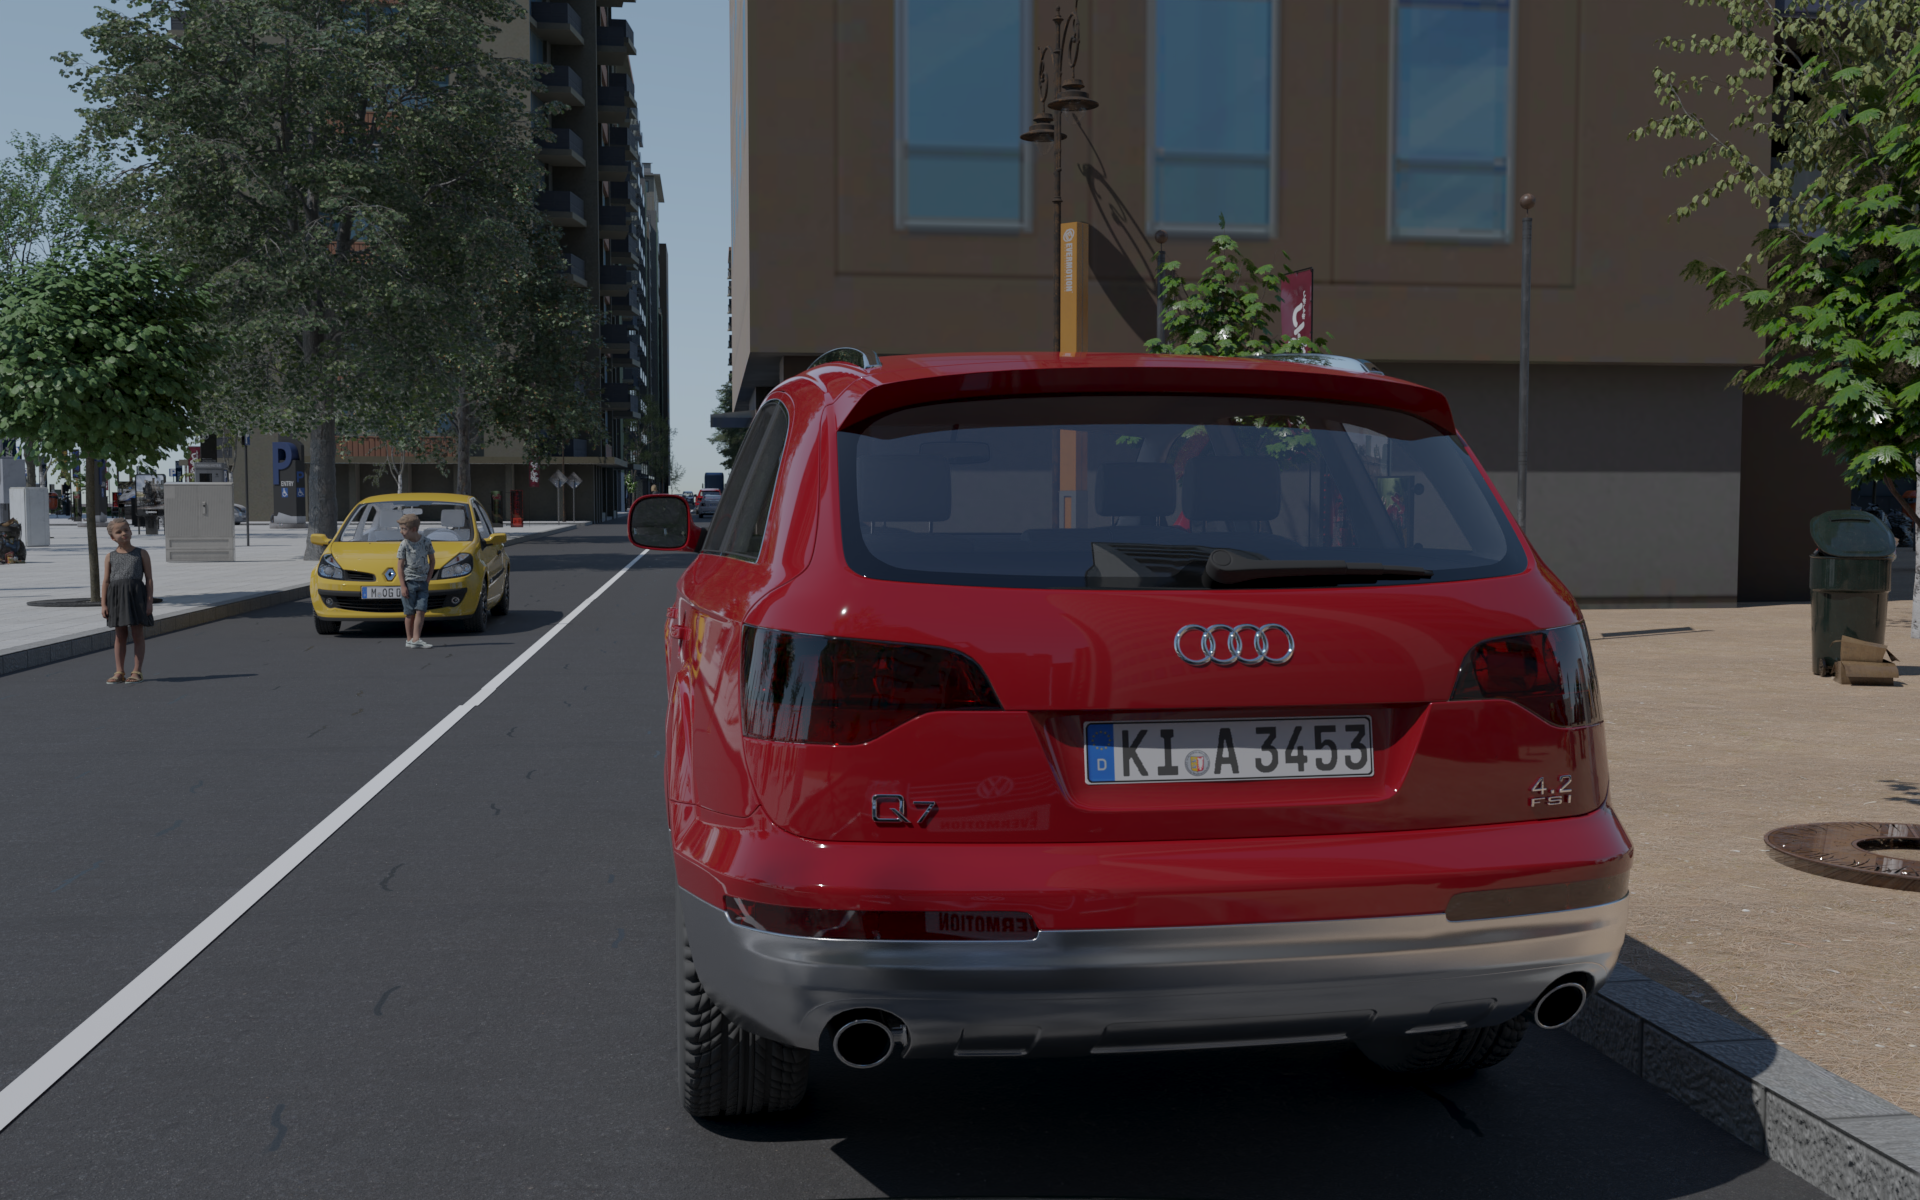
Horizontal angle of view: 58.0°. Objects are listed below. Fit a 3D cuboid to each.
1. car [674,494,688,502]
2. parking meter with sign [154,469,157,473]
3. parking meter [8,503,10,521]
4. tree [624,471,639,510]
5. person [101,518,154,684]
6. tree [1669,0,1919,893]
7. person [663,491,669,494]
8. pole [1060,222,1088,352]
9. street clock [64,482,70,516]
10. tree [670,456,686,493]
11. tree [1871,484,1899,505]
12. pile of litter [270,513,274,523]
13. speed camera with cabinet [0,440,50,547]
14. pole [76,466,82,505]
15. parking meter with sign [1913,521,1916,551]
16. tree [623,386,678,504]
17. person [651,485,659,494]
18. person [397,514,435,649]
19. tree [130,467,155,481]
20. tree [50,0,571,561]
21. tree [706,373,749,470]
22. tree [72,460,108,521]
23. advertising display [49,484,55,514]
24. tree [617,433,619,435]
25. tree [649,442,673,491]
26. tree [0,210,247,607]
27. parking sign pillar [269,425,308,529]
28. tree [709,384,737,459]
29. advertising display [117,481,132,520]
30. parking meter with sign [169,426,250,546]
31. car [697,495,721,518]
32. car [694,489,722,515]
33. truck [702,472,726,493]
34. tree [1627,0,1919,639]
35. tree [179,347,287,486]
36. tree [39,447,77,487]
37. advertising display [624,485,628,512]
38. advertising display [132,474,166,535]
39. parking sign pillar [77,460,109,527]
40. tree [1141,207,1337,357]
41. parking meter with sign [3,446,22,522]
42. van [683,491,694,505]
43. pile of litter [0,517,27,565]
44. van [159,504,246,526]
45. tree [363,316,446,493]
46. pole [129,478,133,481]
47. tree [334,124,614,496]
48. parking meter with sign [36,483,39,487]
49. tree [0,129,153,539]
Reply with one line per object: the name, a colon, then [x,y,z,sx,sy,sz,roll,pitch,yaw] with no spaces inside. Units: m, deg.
car: [-29.023,-10.190,178.399,2.131,1.459,4.920,0,4,-7]
parking meter with sign: [-55.948,-7.679,121.816,1.738,3.016,0.543,1,4,11]
parking meter: [-43.514,-4.494,79.193,0.399,1.863,0.255,-2,4,-30]
tree: [-27.276,-9.079,143.048,1.663,3.219,1.824,0,3,0]
person: [-6.316,0.002,13.145,0.362,1.253,0.373,0,4,-7]
tree: [3.331,-0.683,5.775,1.663,3.219,1.824,0,3,0]
person: [-31.659,-10.830,186.367,0.742,1.727,0.445,-1,4,-9]
pole: [0.865,-1.181,13.157,0.158,3.312,0.155,0,3,0]
street clock: [-52.670,-5.971,102.203,0.358,2.002,0.471,0,4,-7]
tree: [-51.656,-22.091,311.544,4.737,8.622,4.395,0,3,0]
tree: [27.034,-4.118,51.048,4.285,4.588,4.351,0,3,0]
pile of litter: [-30.009,-3.870,77.244,1.176,0.858,1.719,3,5,44]
speed camera with cabinet: [-23.115,-2.952,42.601,2.038,3.252,0.660,3,5,41]
pole: [-65.166,-8.199,127.896,0.158,3.312,0.155,0,3,0]
parking meter with sign: [22.239,-2.590,38.608,1.738,3.016,0.543,0,4,-2]
tree: [-28.408,-13.181,149.917,8.767,10.594,7.601,0,4,-1]
person: [-11.868,-3.705,69.298,1.509,1.804,0.699,-3,5,-43]
person: [-5.053,-0.179,16.113,0.332,1.250,0.352,0,4,7]
tree: [-48.201,-6.614,102.743,1.663,3.219,1.824,0,3,0]
tree: [-12.433,-7.743,33.247,9.857,13.997,8.962,0,3,0]
tree: [-16.043,-14.372,141.638,9.857,13.997,8.962,0,3,0]
tree: [-41.252,-5.358,82.198,1.663,3.219,1.824,0,3,0]
advertising display: [-57.950,-6.444,110.574,0.123,1.923,0.974,-1,4,-16]
tree: [-23.685,-9.832,111.123,4.737,8.622,4.395,0,3,0]
tree: [-40.168,-17.078,229.591,4.360,8.622,3.978,0,3,0]
tree: [-10.098,-2.236,20.268,4.285,4.588,4.351,0,3,0]
parking sign pillar: [-25.018,-4.654,64.559,1.447,3.967,1.447,2,4,31]
tree: [-19.401,-14.279,159.217,9.928,11.665,9.643,0,3,0]
advertising display: [-41.575,-4.977,86.581,0.974,1.923,0.123,-2,4,-27]
parking meter with sign: [-18.297,-2.816,42.304,1.738,3.016,0.543,-1,4,-10]
car: [-14.907,-5.662,104.928,2.083,1.381,4.827,-1,4,-9]
car: [-17.757,-6.992,122.993,2.281,1.827,5.304,-1,4,-8]
truck: [-29.464,-13.386,208.614,2.967,4.110,18.799,-1,4,-9]
tree: [8.318,-3.957,15.064,4.737,8.622,4.395,0,3,0]
tree: [-25.394,-6.709,60.051,4.737,8.622,4.395,0,3,0]
tree: [-31.035,-6.639,58.907,4.737,8.622,4.395,0,3,0]
advertising display: [-24.042,-7.307,124.687,0.123,1.923,0.974,0,4,-4]
advertising display: [-25.564,-3.029,54.741,0.974,1.923,0.123,0,4,4]
parking sign pillar: [-33.502,-4.815,67.197,1.447,3.967,1.447,-1,4,-15]
tree: [1.672,-1.052,11.807,1.663,3.219,1.824,0,3,0]
parking meter with sign: [-35.056,-4.075,62.895,0.543,3.016,1.738,3,5,39]
van: [-35.754,-13.488,227.542,2.013,2.044,4.112,-1,4,-8]
pile of litter: [-17.831,-1.102,31.980,1.176,0.858,1.719,-1,4,-11]
van: [-32.369,-4.062,73.427,4.112,2.044,2.013,-1,4,-9]
tree: [-21.894,-7.178,67.730,4.360,8.622,3.978,0,3,0]
pole: [-51.627,-6.975,107.892,0.158,3.312,0.155,0,3,0]
tree: [-15.035,-8.289,52.533,9.611,12.733,9.660,0,3,0]
parking meter with sign: [-62.440,-7.386,117.025,0.543,3.016,1.738,1,4,15]
tree: [-26.601,-7.568,49.498,9.928,11.665,9.643,0,3,0]
